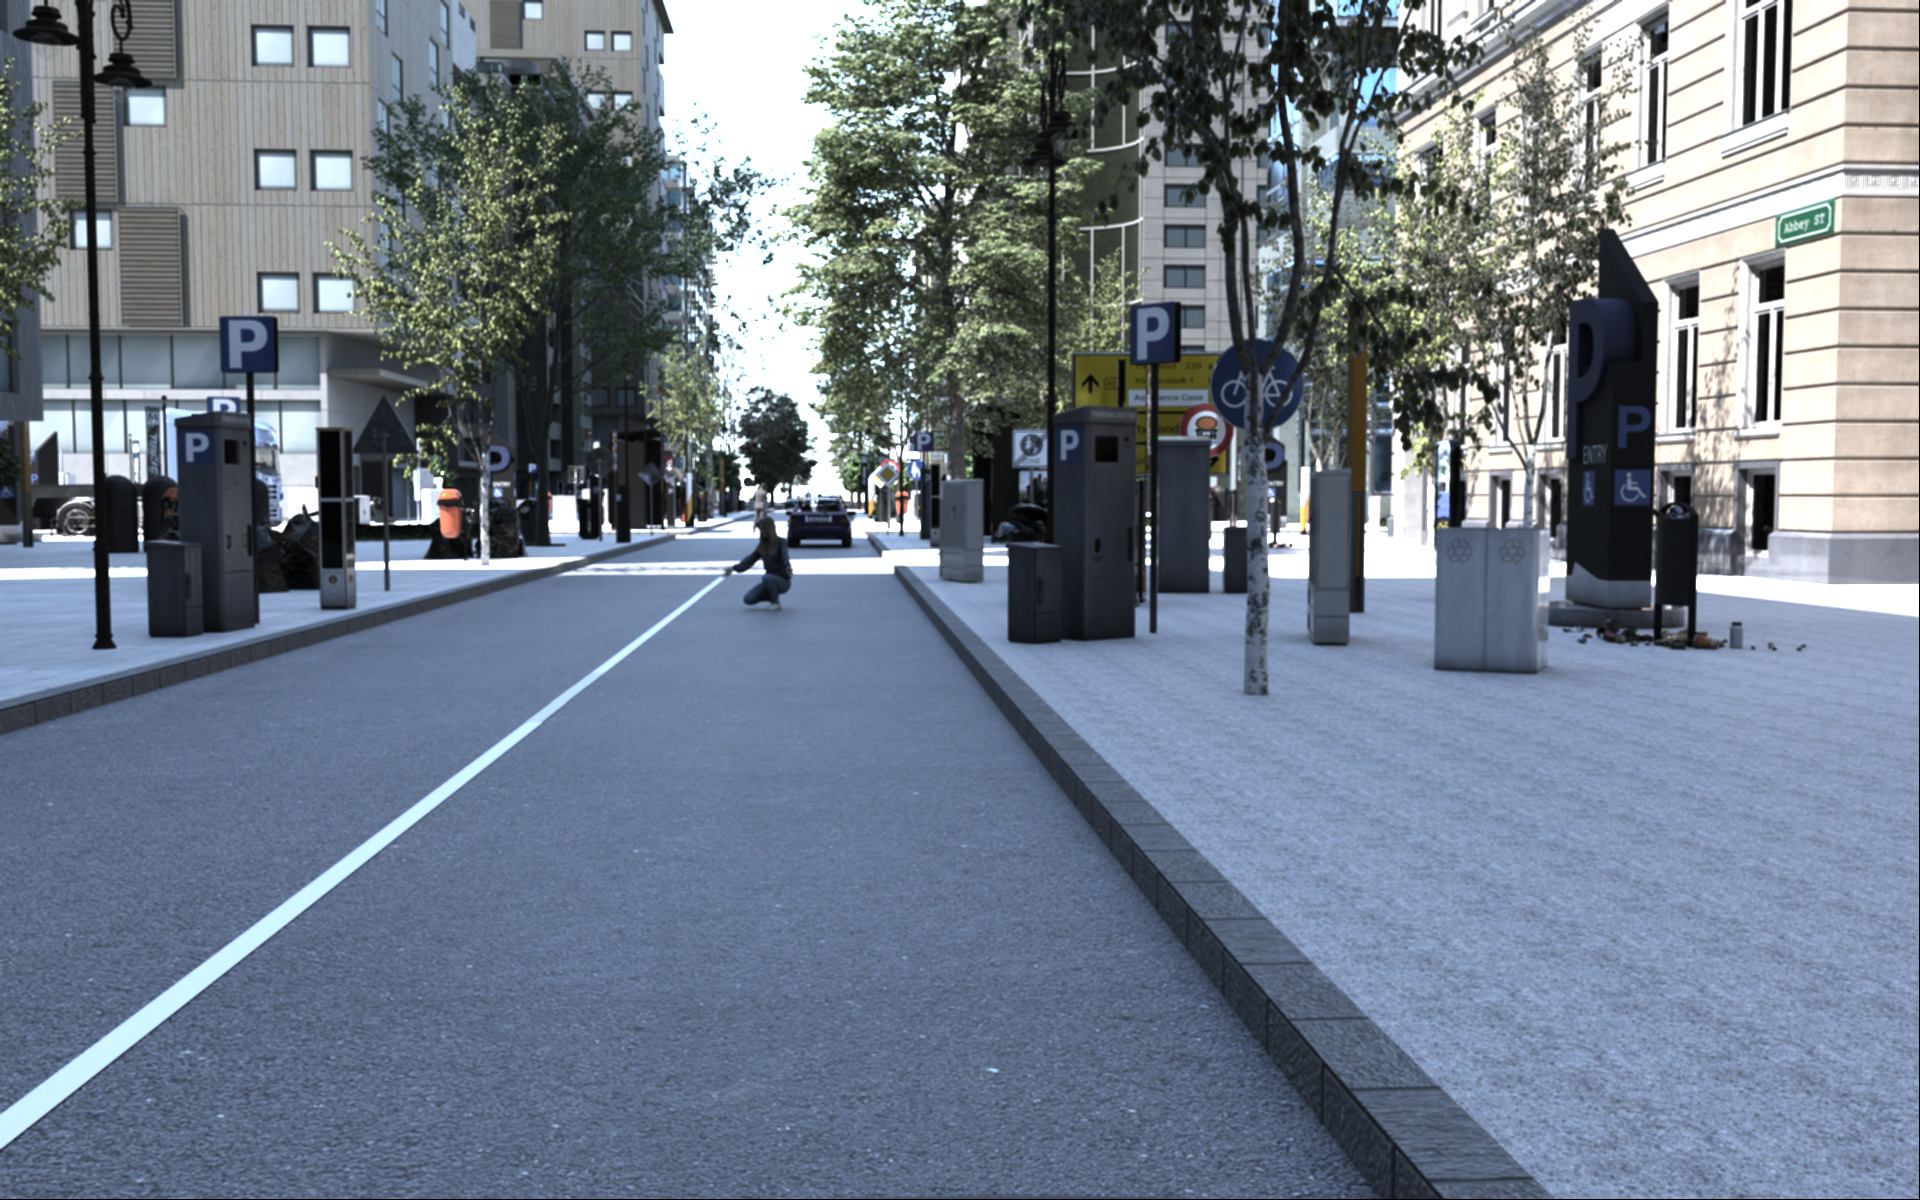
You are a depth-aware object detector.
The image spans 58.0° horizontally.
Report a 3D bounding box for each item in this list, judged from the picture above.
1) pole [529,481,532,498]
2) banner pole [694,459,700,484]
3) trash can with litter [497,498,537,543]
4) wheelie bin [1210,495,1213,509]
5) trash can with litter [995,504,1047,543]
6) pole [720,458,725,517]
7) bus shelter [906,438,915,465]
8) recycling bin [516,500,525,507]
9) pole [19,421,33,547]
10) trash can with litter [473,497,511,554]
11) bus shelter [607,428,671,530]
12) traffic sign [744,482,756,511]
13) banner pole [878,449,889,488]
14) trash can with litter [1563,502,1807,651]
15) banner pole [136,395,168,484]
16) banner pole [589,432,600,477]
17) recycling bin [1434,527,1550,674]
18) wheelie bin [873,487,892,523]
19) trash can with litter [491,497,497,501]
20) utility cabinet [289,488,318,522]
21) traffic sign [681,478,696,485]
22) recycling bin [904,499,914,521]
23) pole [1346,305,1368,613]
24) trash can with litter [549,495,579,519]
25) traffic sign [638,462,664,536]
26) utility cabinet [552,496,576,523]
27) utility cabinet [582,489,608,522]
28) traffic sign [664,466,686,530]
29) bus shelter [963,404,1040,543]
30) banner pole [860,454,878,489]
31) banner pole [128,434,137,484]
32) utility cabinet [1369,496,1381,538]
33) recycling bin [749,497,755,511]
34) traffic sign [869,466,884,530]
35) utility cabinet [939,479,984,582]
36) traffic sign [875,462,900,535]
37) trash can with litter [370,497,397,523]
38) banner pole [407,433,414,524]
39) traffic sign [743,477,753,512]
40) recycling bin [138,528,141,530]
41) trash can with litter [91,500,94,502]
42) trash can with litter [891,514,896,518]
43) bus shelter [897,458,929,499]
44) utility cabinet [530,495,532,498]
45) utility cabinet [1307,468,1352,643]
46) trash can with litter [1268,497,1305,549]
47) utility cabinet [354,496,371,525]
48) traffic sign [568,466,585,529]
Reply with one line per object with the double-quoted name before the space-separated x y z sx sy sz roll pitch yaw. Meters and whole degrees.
"pole" -27.478 -7.158 110.880 0.158 3.312 0.155 0 3 0
"banner pole" -17.367 -7.633 114.812 0.863 3.779 0.401 0 4 6
"trash can with litter" -11.385 -2.057 45.012 1.055 1.170 0.624 3 5 41
"wheelie bin" 7.127 -2.688 51.864 0.693 1.594 0.980 -3 5 -42
"trash can with litter" 0.910 -0.528 20.022 0.624 1.170 1.055 2 4 30
"pole" -13.943 -6.574 101.324 0.158 3.312 0.155 0 3 0
"bus shelter" -3.683 -8.496 116.547 2.179 5.291 8.768 0 4 -4
"recycling bin" -19.630 -3.967 77.419 0.722 1.027 0.722 -2 4 -30
"pole" -22.490 -2.928 41.709 0.158 3.312 0.155 0 3 0
"trash can with litter" -10.424 -1.622 37.579 2.233 1.210 1.678 -2 4 -30
"bus shelter" -11.957 -4.505 64.935 1.731 3.624 6.357 0 4 -4
"traffic sign" -15.709 -7.932 129.696 0.884 2.594 0.081 0 4 2
"banner pole" -4.187 -6.493 96.172 0.863 3.779 0.401 -1 4 -9
"trash can with litter" 6.119 -0.248 15.116 1.678 1.210 2.233 -1 4 -10
"banner pole" -20.249 -3.289 43.792 0.401 3.779 0.863 1 4 19
"banner pole" -14.711 -4.873 69.697 0.863 3.779 0.401 3 5 42
"recycling bin" 3.925 -0.013 12.761 0.722 1.027 0.722 2 4 25
"wheelie bin" -3.432 -4.261 77.568 0.693 1.594 0.980 2 4 33
"trash can with litter" -17.900 -3.361 66.335 0.624 1.170 1.055 0 4 2
"utility cabinet" -24.769 -3.481 65.594 1.173 1.500 0.318 0 4 1
"traffic sign" -15.947 -6.229 101.840 0.884 2.594 0.081 0 4 2
"recycling bin" -2.575 -4.234 81.780 0.722 1.027 0.722 0 4 6
"pole" 4.275 -1.520 18.699 0.158 3.312 0.155 0 3 0
"trash can with litter" -20.934 -4.817 89.807 2.233 1.210 1.678 -2 4 -33
"traffic sign" -9.472 -3.028 53.151 0.795 2.450 0.064 0 4 -4
"utility cabinet" -17.306 -3.950 75.746 1.020 1.237 0.306 -1 4 -12
"utility cabinet" -16.780 -4.349 79.785 1.173 1.500 0.318 0 3 0
"traffic sign" -10.058 -3.515 61.115 0.795 2.450 0.064 0 4 -4
"bus shelter" 1.093 -3.471 48.036 1.731 3.624 6.357 0 4 -4
"banner pole" -5.164 -6.471 95.810 0.863 3.779 0.401 -3 4 -36
"banner pole" -34.088 -4.985 71.524 0.863 3.779 0.401 2 4 33
"utility cabinet" 12.190 -2.436 50.985 0.306 1.237 1.020 1 4 11
"recycling bin" -15.423 -7.215 130.524 0.722 1.027 0.722 2 4 33
"traffic sign" -2.832 -3.546 61.625 0.795 2.450 0.064 0 4 -4
"utility cabinet" 0.003 -1.028 25.488 0.318 1.500 1.173 -1 4 -19
"traffic sign" -2.246 -3.059 53.661 0.795 2.450 0.064 0 4 -4
"trash can with litter" -25.119 -3.918 75.451 0.624 1.170 1.055 3 4 38
"banner pole" -22.445 -4.936 70.717 0.401 3.779 0.863 0 4 4
"traffic sign" -15.521 -7.746 126.745 0.768 2.556 0.104 0 4 5
"recycling bin" -29.331 -3.072 62.786 0.722 1.027 0.722 1 4 21
"trash can with litter" -34.120 -3.460 67.966 0.624 1.170 1.055 3 5 42
"trash can with litter" -3.608 -4.993 93.022 0.624 1.170 1.055 -2 4 -29
"bus shelter" -2.941 -6.502 100.232 2.014 3.302 5.546 0 4 -4
"utility cabinet" -25.434 -5.703 104.399 1.020 1.237 0.306 2 4 24
"utility cabinet" 3.222 -0.399 15.198 0.318 1.500 1.173 1 4 9
"trash can with litter" 7.464 -1.876 41.727 1.678 1.210 2.233 1 4 13
"utility cabinet" -24.250 -3.588 69.828 0.306 1.237 1.020 2 4 29
"traffic sign" -13.886 -3.704 62.697 0.606 2.300 0.079 0 4 -4
